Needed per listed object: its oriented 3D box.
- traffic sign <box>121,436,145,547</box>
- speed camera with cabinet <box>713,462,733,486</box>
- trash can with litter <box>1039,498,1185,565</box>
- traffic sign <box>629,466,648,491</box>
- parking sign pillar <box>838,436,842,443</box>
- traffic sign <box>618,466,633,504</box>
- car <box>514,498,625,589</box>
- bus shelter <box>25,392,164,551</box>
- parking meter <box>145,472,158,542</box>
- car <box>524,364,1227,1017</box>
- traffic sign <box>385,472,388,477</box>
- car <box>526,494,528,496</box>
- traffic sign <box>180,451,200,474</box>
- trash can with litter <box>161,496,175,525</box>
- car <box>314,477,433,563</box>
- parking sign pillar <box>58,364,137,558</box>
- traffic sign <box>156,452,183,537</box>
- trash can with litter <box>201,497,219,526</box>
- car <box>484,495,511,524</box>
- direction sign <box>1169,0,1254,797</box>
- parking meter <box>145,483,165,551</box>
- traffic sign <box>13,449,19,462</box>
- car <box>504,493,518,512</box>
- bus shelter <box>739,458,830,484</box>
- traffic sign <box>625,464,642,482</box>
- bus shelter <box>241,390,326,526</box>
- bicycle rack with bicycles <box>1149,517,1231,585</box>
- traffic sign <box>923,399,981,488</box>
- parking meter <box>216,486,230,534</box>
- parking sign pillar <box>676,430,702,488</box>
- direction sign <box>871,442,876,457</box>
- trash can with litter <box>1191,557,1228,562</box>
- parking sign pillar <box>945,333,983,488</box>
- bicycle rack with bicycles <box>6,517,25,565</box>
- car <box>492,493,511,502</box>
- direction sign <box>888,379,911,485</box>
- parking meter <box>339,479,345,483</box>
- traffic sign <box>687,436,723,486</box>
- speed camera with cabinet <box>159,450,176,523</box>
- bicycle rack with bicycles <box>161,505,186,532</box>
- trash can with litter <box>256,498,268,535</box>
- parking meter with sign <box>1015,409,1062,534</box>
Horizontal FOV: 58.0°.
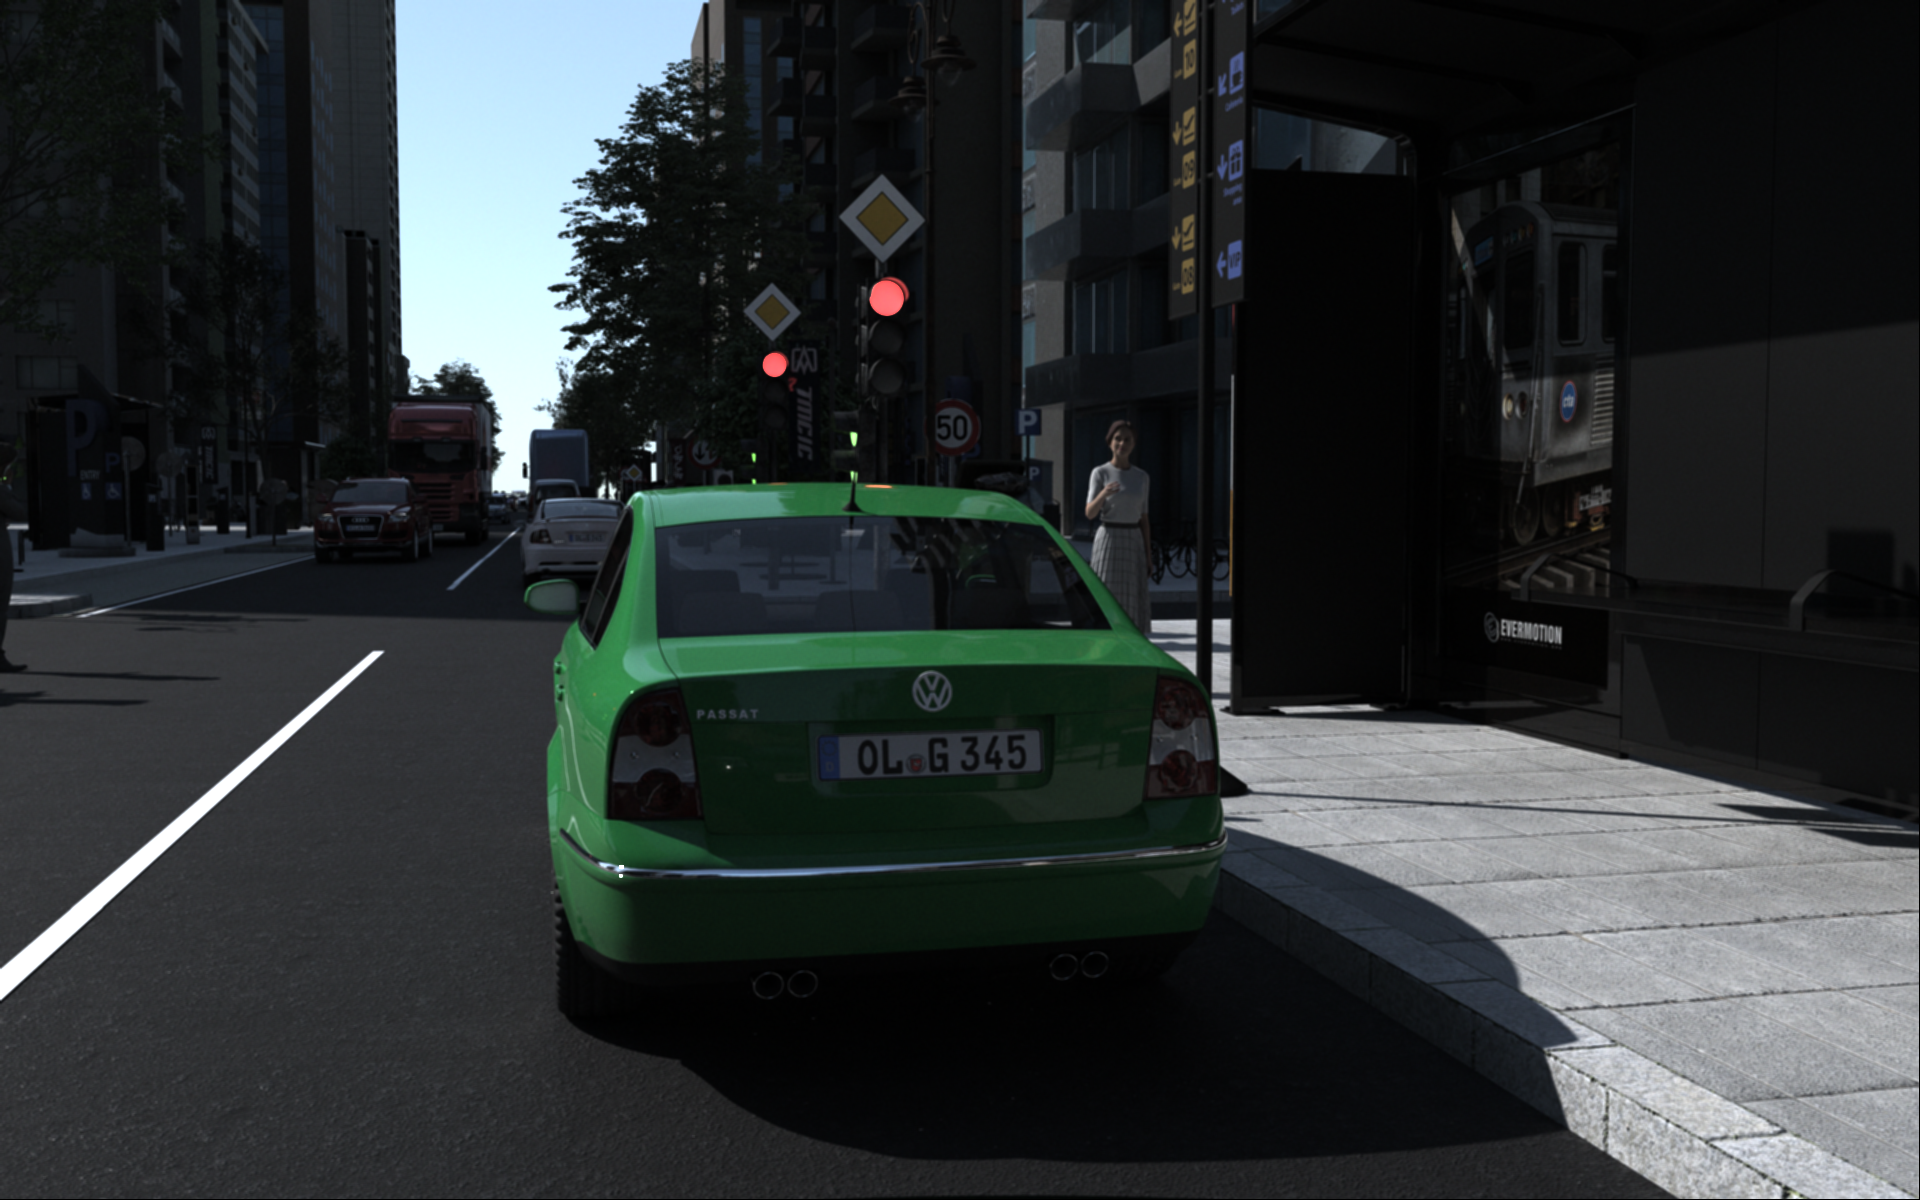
[{"bbox_3d":[-18.421,-2.338,38.326,0.768,2.556,0.104,0,4,-8],"label":"traffic sign"},{"bbox_3d":[-9.288,-4.193,62.885,2.038,3.252,0.660,-2,4,-29],"label":"speed camera with cabinet"},{"bbox_3d":[2.701,-1.232,31.199,2.233,1.210,1.678,-2,4,-28],"label":"trash can with litter"},{"bbox_3d":[-14.807,-4.884,79.855,0.884,2.594,0.081,0,4,-5],"label":"traffic sign"},{"bbox_3d":[-4.407,-4.119,55.820,1.447,3.967,1.447,3,4,38],"label":"parking sign pillar"},{"bbox_3d":[-15.133,-4.804,78.659,0.768,2.556,0.104,-1,4,-9],"label":"traffic sign"},{"bbox_3d":[-6.068,-0.940,27.732,2.083,1.381,4.827,-1,4,-14],"label":"car"},{"bbox_3d":[-21.048,-3.127,42.414,1.731,3.624,6.357,-1,4,-13],"label":"bus shelter"},{"bbox_3d":[-21.937,-2.518,46.874,0.399,1.863,0.255,1,4,14],"label":"parking meter"},{"bbox_3d":[-0.574,0.155,6.257,1.959,1.807,4.718,-1,4,-13],"label":"car"},{"bbox_3d":[-30.082,-5.615,91.906,0.768,2.556,0.104,-1,4,-13],"label":"traffic sign"},{"bbox_3d":[-54.671,-12.670,218.945,2.131,1.459,4.920,-1,4,-15],"label":"car"},{"bbox_3d":[-23.858,-3.284,53.434,0.795,2.593,0.064,-1,4,-13],"label":"traffic sign"},{"bbox_3d":[-33.637,-3.736,72.138,1.678,1.210,2.233,3,5,43],"label":"trash can with litter"},{"bbox_3d":[-12.752,-1.784,37.838,2.281,1.827,5.304,-1,4,-12],"label":"car"},{"bbox_3d":[-17.718,-2.874,35.463,1.447,3.967,1.447,2,4,33],"label":"parking sign pillar"},{"bbox_3d":[-23.783,-3.181,52.118,0.768,2.556,0.104,-1,4,-10],"label":"traffic sign"},{"bbox_3d":[-30.550,-3.628,70.709,0.624,1.170,1.055,0,4,-2],"label":"trash can with litter"},{"bbox_3d":[-22.611,-4.365,83.376,2.014,1.417,4.499,-1,4,-11],"label":"car"},{"bbox_3d":[1.052,-0.941,7.390,0.379,3.537,0.876,-1,4,-13],"label":"direction sign"},{"bbox_3d":[-18.182,-1.877,39.096,0.372,1.533,0.369,0,3,0],"label":"parking meter"},{"bbox_3d":[-20.128,-2.216,36.335,0.768,2.556,0.104,0,4,-3],"label":"traffic sign"},{"bbox_3d":[-37.419,-8.166,142.560,2.155,1.783,4.494,-1,4,-12],"label":"car"},{"bbox_3d":[-4.073,-2.872,38.248,1.731,3.624,6.357,-1,4,-13],"label":"bus shelter"},{"bbox_3d":[-14.076,-4.602,74.976,0.795,2.593,0.064,0,4,-7],"label":"traffic sign"},{"bbox_3d":[-27.251,-5.633,69.728,2.179,5.291,8.768,-1,4,-13],"label":"bus shelter"},{"bbox_3d":[3.297,-0.764,25.882,2.852,0.926,2.925,-2,4,-23],"label":"bicycle rack with bicycles"},{"bbox_3d":[-0.110,-1.417,23.281,0.768,2.556,0.104,0,4,-4],"label":"traffic sign"},{"bbox_3d":[-23.630,-2.880,55.505,0.372,1.533,0.369,0,3,0],"label":"parking meter"},{"bbox_3d":[-8.885,-4.239,57.784,1.447,3.967,1.447,2,4,32],"label":"parking sign pillar"},{"bbox_3d":[-3.096,-4.218,60.954,0.876,3.537,0.379,0,4,2],"label":"direction sign"},{"bbox_3d":[5.256,-1.337,32.920,2.233,1.210,1.678,0,4,-4],"label":"trash can with litter"},{"bbox_3d":[0.076,-2.440,28.366,1.447,3.967,1.447,-1,4,-8],"label":"parking sign pillar"},{"bbox_3d":[-18.159,-1.099,31.357,2.852,0.926,2.925,-2,4,-26],"label":"bicycle rack with bicycles"},{"bbox_3d":[-32.878,-6.935,122.978,1.945,1.707,3.694,-1,4,-14],"label":"car"},{"bbox_3d":[-1.035,-2.436,31.827,0.379,3.537,0.876,0,4,4],"label":"direction sign"},{"bbox_3d":[-24.471,-3.858,68.796,0.255,1.863,0.399,0,4,-4],"label":"parking meter"},{"bbox_3d":[-5.388,-2.235,36.651,0.768,2.556,0.104,-1,4,-12],"label":"traffic sign"},{"bbox_3d":[-35.569,-5.084,77.453,0.660,3.252,2.038,-2,4,-33],"label":"speed camera with cabinet"},{"bbox_3d":[-27.680,-2.782,58.865,2.852,0.926,2.925,-3,4,-39],"label":"bicycle rack with bicycles"},{"bbox_3d":[-22.180,-2.643,54.592,0.624,1.170,1.055,-3,5,-44],"label":"trash can with litter"},{"bbox_3d":[1.678,-2.445,36.240,0.543,3.016,1.738,1,4,20],"label":"parking meter with sign"}]
